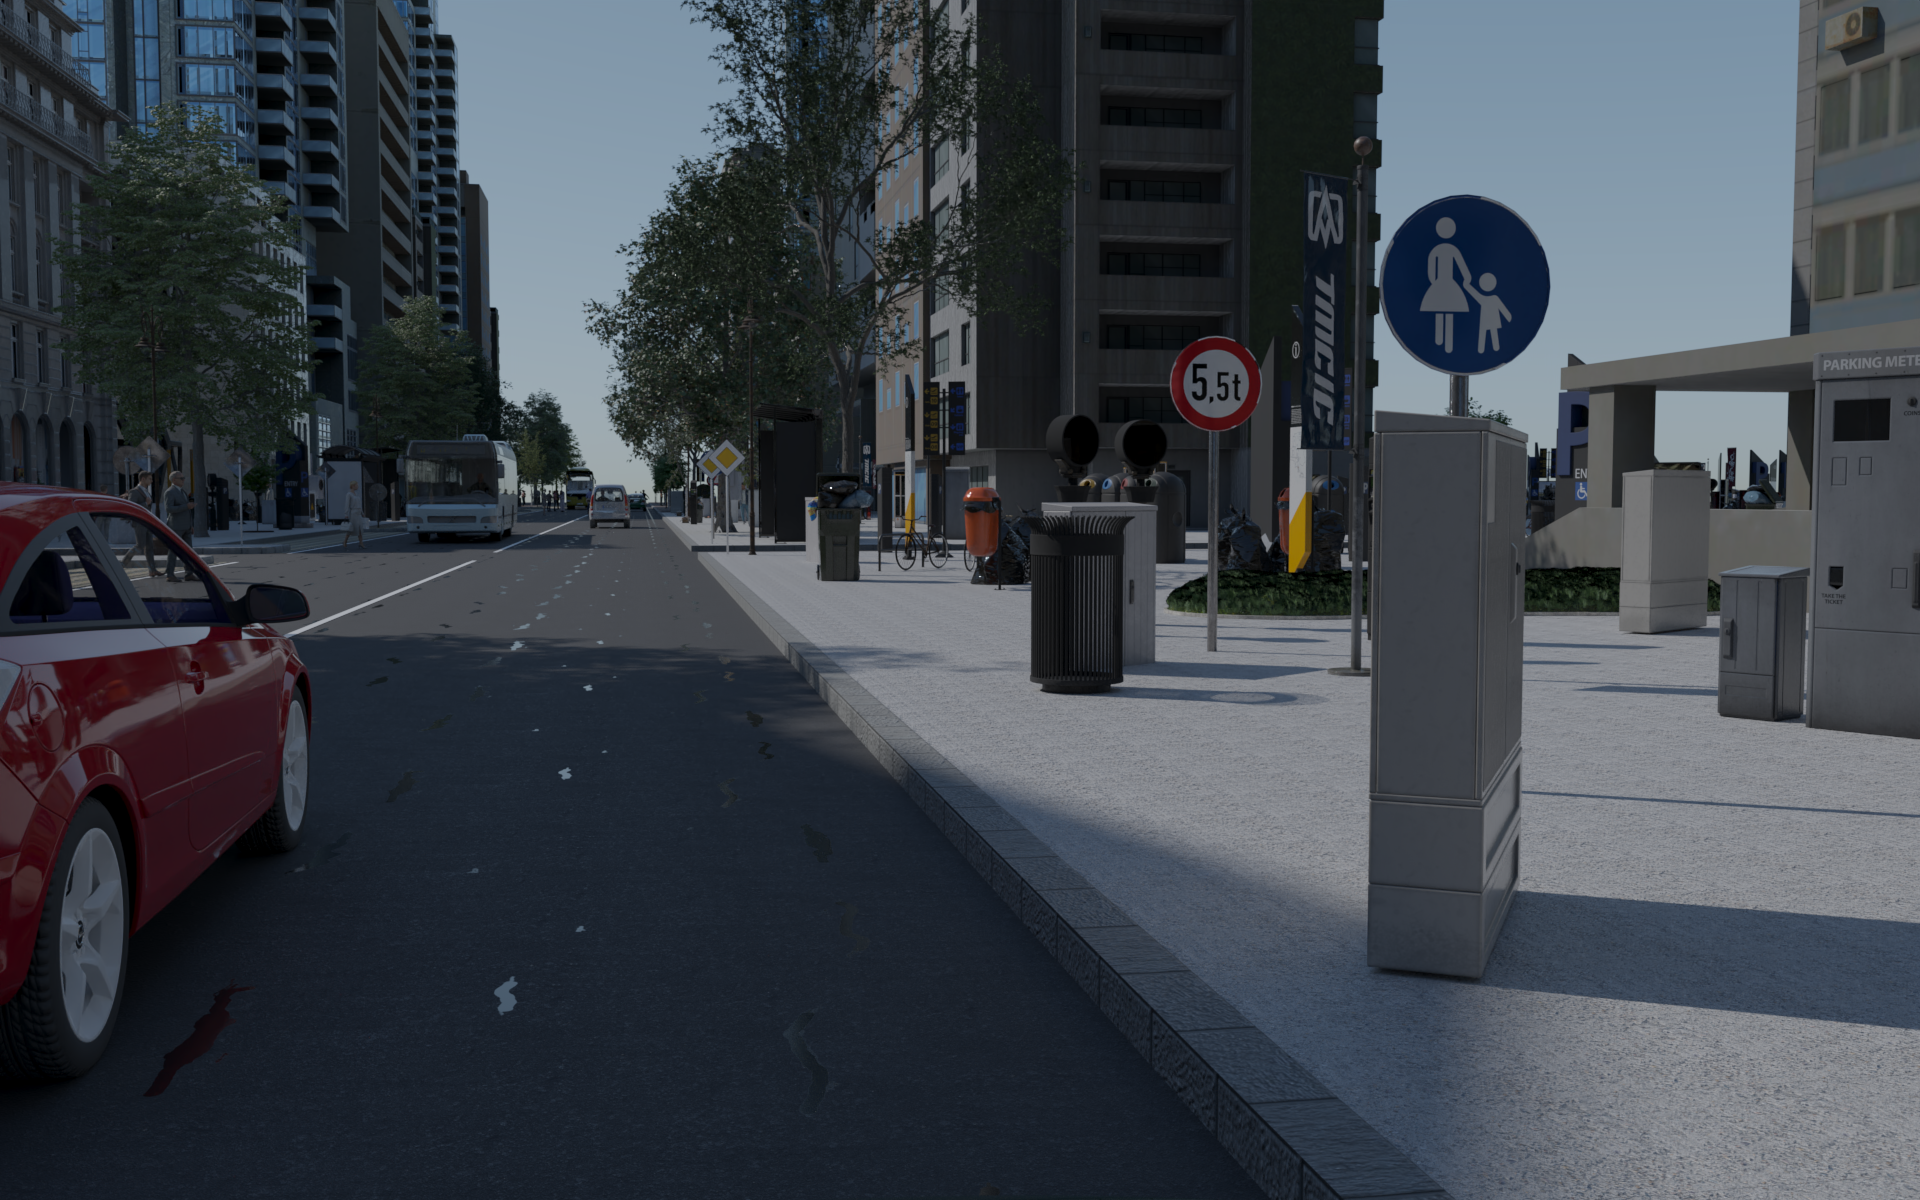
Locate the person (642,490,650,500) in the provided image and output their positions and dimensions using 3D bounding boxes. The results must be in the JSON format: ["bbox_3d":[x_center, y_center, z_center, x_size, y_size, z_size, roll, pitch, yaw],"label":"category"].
[{"bbox_3d":[-30.898,-9.842,169.050,1.348,1.869,0.705,1,4,14],"label":"person"}]

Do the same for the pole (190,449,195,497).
[{"bbox_3d":[-34.972,-5.208,78.986,0.158,3.312,0.155,0,3,0],"label":"pole"}]

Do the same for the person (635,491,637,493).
[{"bbox_3d":[-34.598,-10.734,184.533,0.617,1.759,0.750,-2,4,-32],"label":"person"}]

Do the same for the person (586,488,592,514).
[{"bbox_3d":[-25.946,-6.943,121.888,0.709,1.838,0.599,2,4,26],"label":"person"}]

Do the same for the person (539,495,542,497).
[{"bbox_3d":[-53.271,-13.010,219.542,0.721,1.735,1.217,-3,5,-39],"label":"person"}]

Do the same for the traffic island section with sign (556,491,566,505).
[{"bbox_3d":[-50.810,-13.023,221.554,1.989,1.847,2.006,-1,4,-10],"label":"traffic island section with sign"}]

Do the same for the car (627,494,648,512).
[{"bbox_3d":[-26.923,-8.057,143.529,2.131,1.459,4.920,-1,4,-11],"label":"car"}]

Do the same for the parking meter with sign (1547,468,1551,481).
[{"bbox_3d":[40.103,-7.349,116.411,0.543,3.016,1.738,-2,4,-30],"label":"parking meter with sign"}]

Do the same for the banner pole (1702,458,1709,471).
[{"bbox_3d":[52.156,-8.035,121.393,0.863,3.779,0.401,3,5,40],"label":"banner pole"}]

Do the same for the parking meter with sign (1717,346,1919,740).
[{"bbox_3d":[5.012,-0.798,9.316,0.543,3.016,1.738,-3,4,-38],"label":"parking meter with sign"}]

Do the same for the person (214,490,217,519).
[{"bbox_3d":[-32.827,-4.293,76.787,0.519,1.759,0.362,1,4,22],"label":"person"}]

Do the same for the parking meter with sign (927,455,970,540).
[{"bbox_3d":[-0.061,-3.203,48.630,1.738,3.016,0.543,0,4,3],"label":"parking meter with sign"}]

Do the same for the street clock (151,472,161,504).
[{"bbox_3d":[-26.804,-3.242,57.569,0.471,2.002,0.358,1,4,12],"label":"street clock"}]

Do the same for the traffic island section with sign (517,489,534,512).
[{"bbox_3d":[-35.752,-8.044,140.147,1.989,1.847,2.006,-1,4,-10],"label":"traffic island section with sign"}]

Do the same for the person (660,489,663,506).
[{"bbox_3d":[-31.873,-10.951,185.103,0.705,1.822,1.348,0,4,-6],"label":"person"}]

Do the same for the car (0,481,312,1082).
[{"bbox_3d":[-3.295,0.214,5.536,2.155,1.783,4.494,-1,4,-11],"label":"car"}]

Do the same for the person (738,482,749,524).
[{"bbox_3d":[-9.124,-4.093,73.306,0.623,1.781,0.721,-1,4,-11],"label":"person"}]

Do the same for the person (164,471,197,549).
[{"bbox_3d":[-12.649,-1.196,28.230,0.590,1.801,0.661,0,4,1],"label":"person"}]

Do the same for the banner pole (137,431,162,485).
[{"bbox_3d":[-28.643,-4.353,61.182,0.863,3.779,0.401,-1,4,-18],"label":"banner pole"}]

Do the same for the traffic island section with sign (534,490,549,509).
[{"bbox_3d":[-40.803,-9.717,167.500,1.989,1.847,2.006,-1,4,-10],"label":"traffic island section with sign"}]

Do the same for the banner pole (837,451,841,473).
[{"bbox_3d":[-7.013,-6.736,100.152,0.401,3.779,0.863,-1,4,-17],"label":"banner pole"}]

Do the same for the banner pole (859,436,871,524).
[{"bbox_3d":[-4.101,-5.147,74.178,0.863,3.779,0.401,3,5,41],"label":"banner pole"}]

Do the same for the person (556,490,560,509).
[{"bbox_3d":[-38.219,-9.529,164.395,0.705,1.812,1.348,-1,4,-17],"label":"person"}]

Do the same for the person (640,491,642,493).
[{"bbox_3d":[-36.961,-11.744,201.036,0.721,1.766,1.217,2,4,31],"label":"person"}]

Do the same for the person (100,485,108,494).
[{"bbox_3d":[-20.753,-2.034,41.902,0.523,1.515,0.503,2,4,24],"label":"person"}]

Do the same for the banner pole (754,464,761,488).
[{"bbox_3d":[-9.571,-5.729,83.686,0.863,3.779,0.401,-1,4,-14],"label":"banner pole"}]

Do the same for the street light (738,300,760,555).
[{"bbox_3d":[-4.372,-3.886,36.318,0.468,5.910,1.993,-1,4,-10],"label":"street light"}]

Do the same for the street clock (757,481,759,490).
[{"bbox_3d":[-9.027,-4.496,78.082,0.358,2.002,0.471,-1,4,-11],"label":"street clock"}]

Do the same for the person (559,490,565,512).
[{"bbox_3d":[-31.753,-7.887,138.125,0.551,1.740,0.621,0,4,5],"label":"person"}]

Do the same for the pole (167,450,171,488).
[{"bbox_3d":[-36.322,-5.244,79.576,0.158,3.312,0.155,0,3,0],"label":"pole"}]

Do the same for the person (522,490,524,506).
[{"bbox_3d":[-46.163,-10.757,182.626,0.721,1.736,1.217,-1,4,-12],"label":"person"}]

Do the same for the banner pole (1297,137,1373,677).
[{"bbox_3d":[2.643,-1.351,12.098,0.863,3.779,0.401,-3,4,-38],"label":"banner pole"}]

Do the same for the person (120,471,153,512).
[{"bbox_3d":[-14.075,-1.302,29.758,0.822,1.834,0.622,-1,4,-13],"label":"person"}]

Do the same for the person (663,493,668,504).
[{"bbox_3d":[-37.651,-13.144,220.890,0.705,1.831,1.348,2,4,31],"label":"person"}]

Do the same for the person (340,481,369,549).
[{"bbox_3d":[-15.843,-2.228,45.276,0.624,1.780,0.694,2,4,28],"label":"person"}]

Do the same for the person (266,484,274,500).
[{"bbox_3d":[-33.916,-4.831,85.126,0.391,1.810,0.635,-2,4,-35],"label":"person"}]

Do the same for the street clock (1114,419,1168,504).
[{"bbox_3d":[1.766,-0.757,16.945,0.471,2.002,0.358,-1,4,-15],"label":"street clock"}]

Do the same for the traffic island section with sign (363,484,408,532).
[{"bbox_3d":[-21.879,-3.455,65.116,1.989,1.847,2.006,-1,4,-10],"label":"traffic island section with sign"}]

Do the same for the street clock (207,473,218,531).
[{"bbox_3d":[-26.086,-3.418,60.453,0.358,2.002,0.471,-3,4,-36],"label":"street clock"}]

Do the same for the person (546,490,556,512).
[{"bbox_3d":[-33.187,-8.051,140.660,0.750,1.759,0.617,-3,5,-39],"label":"person"}]

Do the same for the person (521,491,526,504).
[{"bbox_3d":[-54.239,-12.749,215.313,0.721,1.723,1.217,-3,5,-40],"label":"person"}]

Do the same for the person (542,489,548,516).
[{"bbox_3d":[-27.707,-6.534,115.665,0.374,1.781,0.599,1,4,10],"label":"person"}]

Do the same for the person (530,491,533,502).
[{"bbox_3d":[-65.801,-15.887,266.580,1.217,1.735,0.721,3,4,36],"label":"person"}]

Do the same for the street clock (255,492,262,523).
[{"bbox_3d":[-30.869,-4.384,76.243,0.471,2.002,0.358,1,4,9],"label":"street clock"}]

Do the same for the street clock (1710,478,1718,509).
[{"bbox_3d":[34.877,-4.637,80.390,0.471,2.002,0.358,3,5,40],"label":"street clock"}]

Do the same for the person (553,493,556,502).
[{"bbox_3d":[-58.777,-14.941,251.004,0.551,1.740,0.621,-2,4,-35],"label":"person"}]

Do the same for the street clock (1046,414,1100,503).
[{"bbox_3d":[1.031,-0.691,15.868,0.471,2.002,0.358,-3,5,-40],"label":"street clock"}]

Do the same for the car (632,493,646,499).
[{"bbox_3d":[-30.116,-9.271,161.179,1.945,1.707,3.694,-1,4,-12],"label":"car"}]

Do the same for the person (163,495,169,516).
[{"bbox_3d":[-32.171,-3.673,70.349,0.590,1.304,0.306,1,4,11],"label":"person"}]

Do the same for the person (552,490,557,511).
[{"bbox_3d":[-33.511,-8.219,143.600,0.721,1.743,1.217,-1,4,-14],"label":"person"}]
